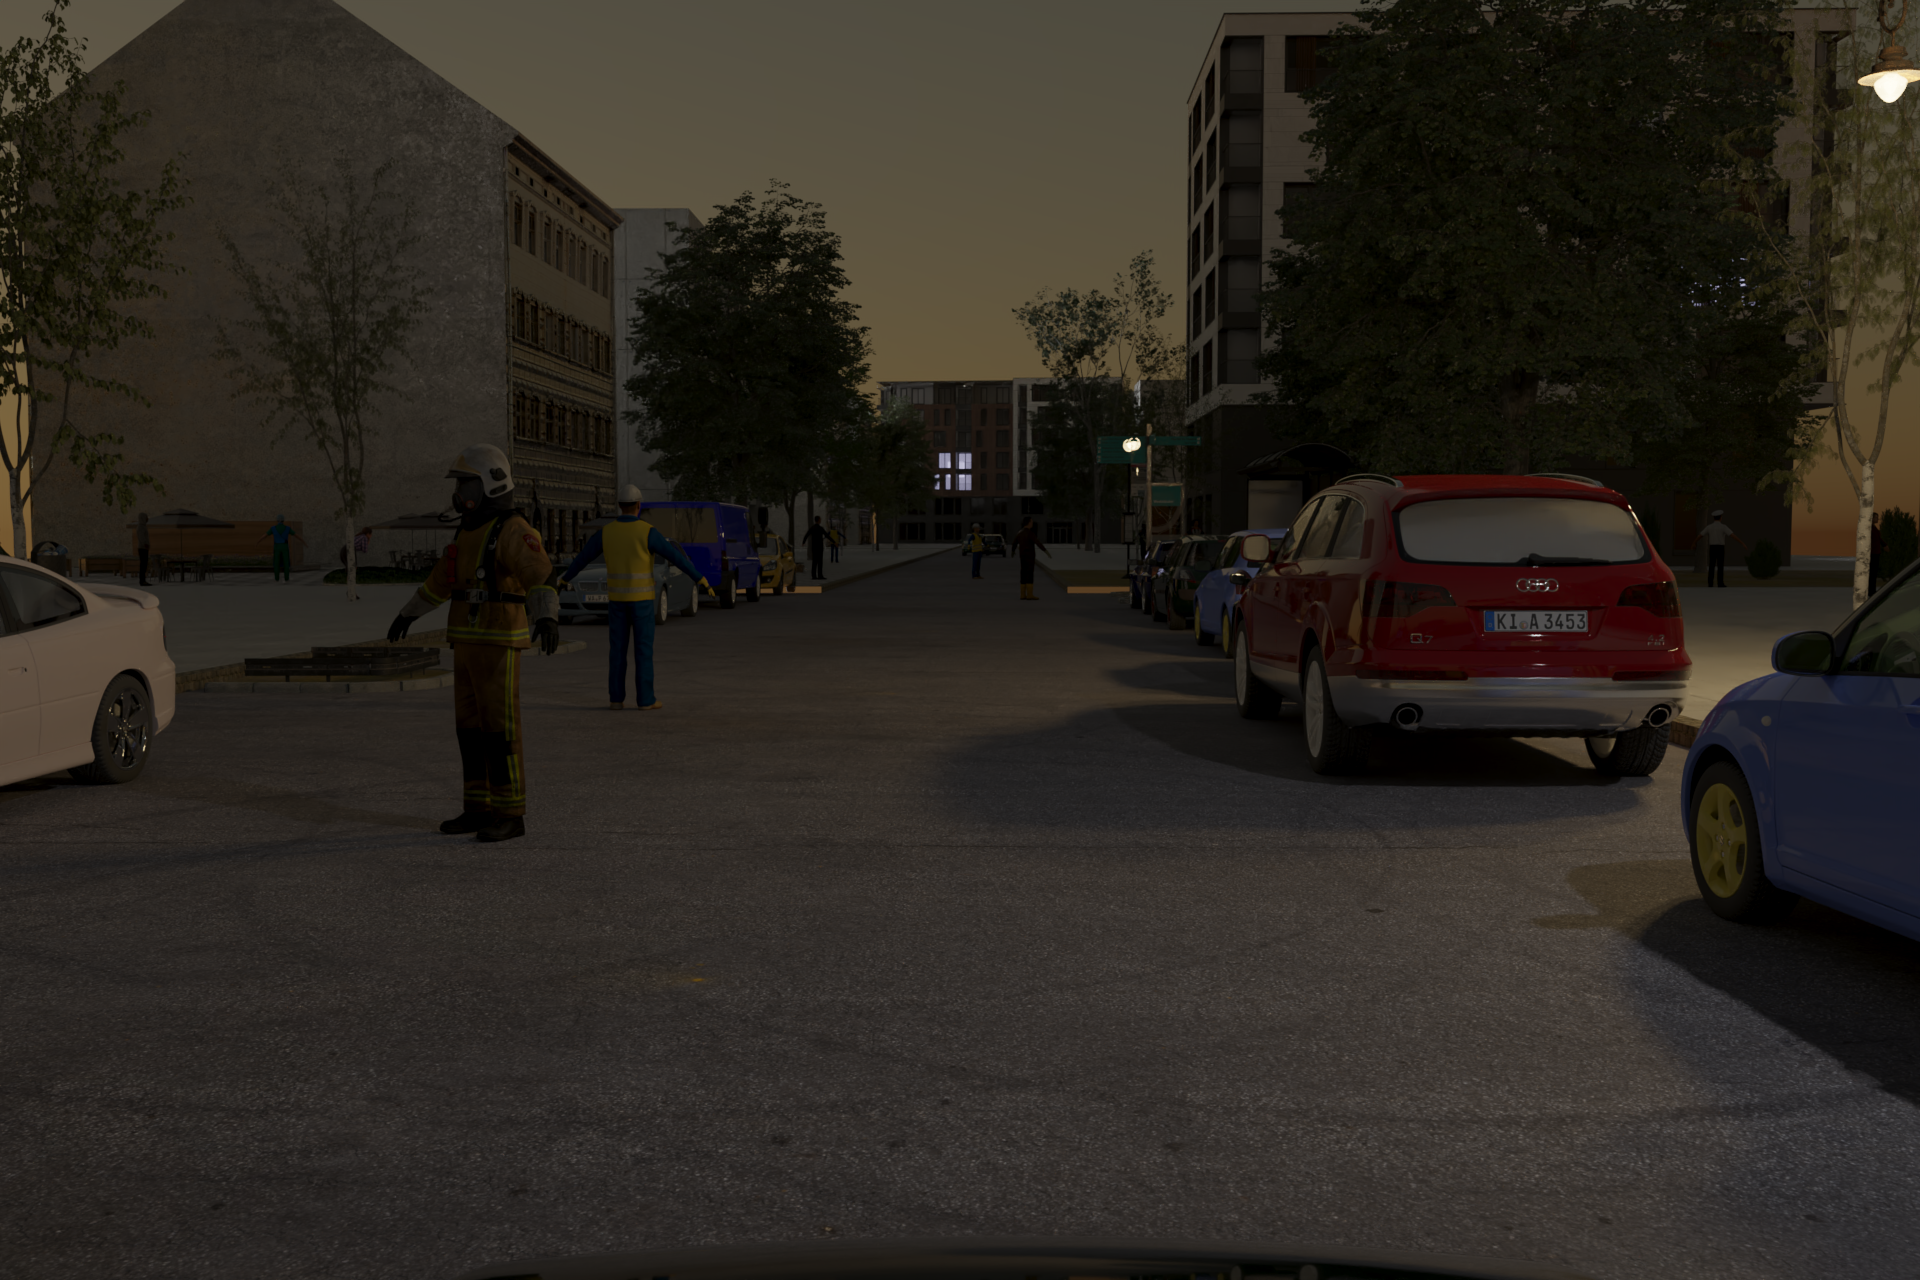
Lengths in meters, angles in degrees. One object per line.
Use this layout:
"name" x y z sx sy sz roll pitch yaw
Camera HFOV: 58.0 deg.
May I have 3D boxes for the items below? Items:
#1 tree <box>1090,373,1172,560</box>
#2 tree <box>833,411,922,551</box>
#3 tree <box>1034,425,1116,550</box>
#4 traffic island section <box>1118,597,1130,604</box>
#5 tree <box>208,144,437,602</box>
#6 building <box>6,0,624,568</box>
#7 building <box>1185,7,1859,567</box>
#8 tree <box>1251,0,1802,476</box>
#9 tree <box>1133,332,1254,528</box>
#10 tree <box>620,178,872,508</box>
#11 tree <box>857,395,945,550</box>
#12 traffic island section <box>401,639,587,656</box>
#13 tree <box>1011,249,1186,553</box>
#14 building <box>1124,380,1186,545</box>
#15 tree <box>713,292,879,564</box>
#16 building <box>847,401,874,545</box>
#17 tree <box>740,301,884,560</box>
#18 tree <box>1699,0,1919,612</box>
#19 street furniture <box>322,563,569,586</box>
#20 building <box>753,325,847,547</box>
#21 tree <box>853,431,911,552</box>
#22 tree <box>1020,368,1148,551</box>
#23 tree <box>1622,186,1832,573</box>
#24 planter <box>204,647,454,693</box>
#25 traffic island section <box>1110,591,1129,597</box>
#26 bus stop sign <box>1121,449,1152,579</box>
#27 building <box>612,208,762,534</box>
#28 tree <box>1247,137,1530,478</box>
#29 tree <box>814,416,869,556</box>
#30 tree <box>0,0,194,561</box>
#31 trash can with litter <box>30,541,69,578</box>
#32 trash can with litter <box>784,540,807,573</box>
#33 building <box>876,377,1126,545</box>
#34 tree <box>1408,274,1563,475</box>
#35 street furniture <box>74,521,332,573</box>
"tree" 8.020 -7.839 78.524 4.737 8.622 4.395 0 3 0
"tree" -6.474 -11.957 129.909 7.601 10.594 8.767 -3 5 -41
"tree" 9.560 -12.806 143.791 7.601 10.594 8.767 1 4 14
"traffic island section" 4.313 -0.815 36.191 1.991 0.108 1.994 0 4 2
"tree" -11.337 -5.036 32.700 4.360 8.622 3.978 0 3 0
"building" -26.068 -14.897 74.496 19.493 23.208 18.063 0 4 1
"building" 24.721 -14.694 84.220 27.936 21.610 32.646 0 4 2
"tree" 9.957 -7.615 31.154 9.857 13.997 8.962 0 3 0
"tree" 7.954 -6.907 63.293 4.360 8.622 3.978 0 3 0
"tree" -8.136 -9.581 63.306 9.857 13.997 8.962 0 3 0
"tree" -5.026 -13.616 140.755 7.486 12.596 7.792 0 3 0
"traffic island section" -5.694 0.096 21.293 1.991 0.108 1.994 0 4 2
"tree" 10.043 -15.905 115.940 12.611 20.169 13.585 0 3 0
"building" 29.141 -20.807 206.649 16.747 18.905 31.486 0 4 1
"tree" -7.363 -9.108 74.668 9.928 11.665 9.643 0 3 0
"building" -20.518 -22.988 206.790 19.493 23.208 18.063 0 4 2
"tree" -7.718 -10.171 84.415 7.486 12.596 7.792 0 3 0
"tree" 9.469 -4.154 18.279 4.360 8.622 3.978 0 3 0
"street furniture" -11.507 -1.877 46.314 10.072 0.657 5.734 -1 4 -9
"building" -21.678 -21.064 175.319 19.493 23.208 18.063 0 4 2
"tree" -5.866 -10.439 121.040 4.737 8.622 4.395 0 3 0
"tree" 9.705 -13.748 131.436 9.857 13.997 8.962 0 3 0
"tree" 24.834 -8.497 57.053 7.486 12.596 7.792 0 3 0
"planter" -5.822 0.278 16.601 1.991 0.319 1.994 0 4 1
"traffic island section" 4.461 -1.039 39.853 1.991 0.108 1.994 0 4 2
"bus stop sign" 5.052 -3.724 49.598 0.855 3.939 0.416 0 4 2
"building" -22.927 -14.903 110.117 16.747 18.905 31.486 0 4 1
"tree" 13.212 -8.991 53.664 9.857 13.997 8.962 0 3 0
"tree" -6.771 -9.252 101.625 4.360 8.622 3.978 0 3 0
"tree" -11.220 -4.289 20.486 4.737 8.622 4.395 0 3 0
"trash can with litter" -8.804 -0.385 17.358 1.678 1.210 2.233 0 4 1
"trash can with litter" -5.622 -2.835 57.740 1.055 1.170 0.624 0 4 2
"building" 6.262 -24.004 238.898 32.646 21.610 27.936 0 4 6
"tree" 13.205 -5.850 46.016 4.360 8.622 3.978 0 3 0
"street furniture" -26.827 -3.209 59.326 9.812 1.723 11.010 -1 4 -9
